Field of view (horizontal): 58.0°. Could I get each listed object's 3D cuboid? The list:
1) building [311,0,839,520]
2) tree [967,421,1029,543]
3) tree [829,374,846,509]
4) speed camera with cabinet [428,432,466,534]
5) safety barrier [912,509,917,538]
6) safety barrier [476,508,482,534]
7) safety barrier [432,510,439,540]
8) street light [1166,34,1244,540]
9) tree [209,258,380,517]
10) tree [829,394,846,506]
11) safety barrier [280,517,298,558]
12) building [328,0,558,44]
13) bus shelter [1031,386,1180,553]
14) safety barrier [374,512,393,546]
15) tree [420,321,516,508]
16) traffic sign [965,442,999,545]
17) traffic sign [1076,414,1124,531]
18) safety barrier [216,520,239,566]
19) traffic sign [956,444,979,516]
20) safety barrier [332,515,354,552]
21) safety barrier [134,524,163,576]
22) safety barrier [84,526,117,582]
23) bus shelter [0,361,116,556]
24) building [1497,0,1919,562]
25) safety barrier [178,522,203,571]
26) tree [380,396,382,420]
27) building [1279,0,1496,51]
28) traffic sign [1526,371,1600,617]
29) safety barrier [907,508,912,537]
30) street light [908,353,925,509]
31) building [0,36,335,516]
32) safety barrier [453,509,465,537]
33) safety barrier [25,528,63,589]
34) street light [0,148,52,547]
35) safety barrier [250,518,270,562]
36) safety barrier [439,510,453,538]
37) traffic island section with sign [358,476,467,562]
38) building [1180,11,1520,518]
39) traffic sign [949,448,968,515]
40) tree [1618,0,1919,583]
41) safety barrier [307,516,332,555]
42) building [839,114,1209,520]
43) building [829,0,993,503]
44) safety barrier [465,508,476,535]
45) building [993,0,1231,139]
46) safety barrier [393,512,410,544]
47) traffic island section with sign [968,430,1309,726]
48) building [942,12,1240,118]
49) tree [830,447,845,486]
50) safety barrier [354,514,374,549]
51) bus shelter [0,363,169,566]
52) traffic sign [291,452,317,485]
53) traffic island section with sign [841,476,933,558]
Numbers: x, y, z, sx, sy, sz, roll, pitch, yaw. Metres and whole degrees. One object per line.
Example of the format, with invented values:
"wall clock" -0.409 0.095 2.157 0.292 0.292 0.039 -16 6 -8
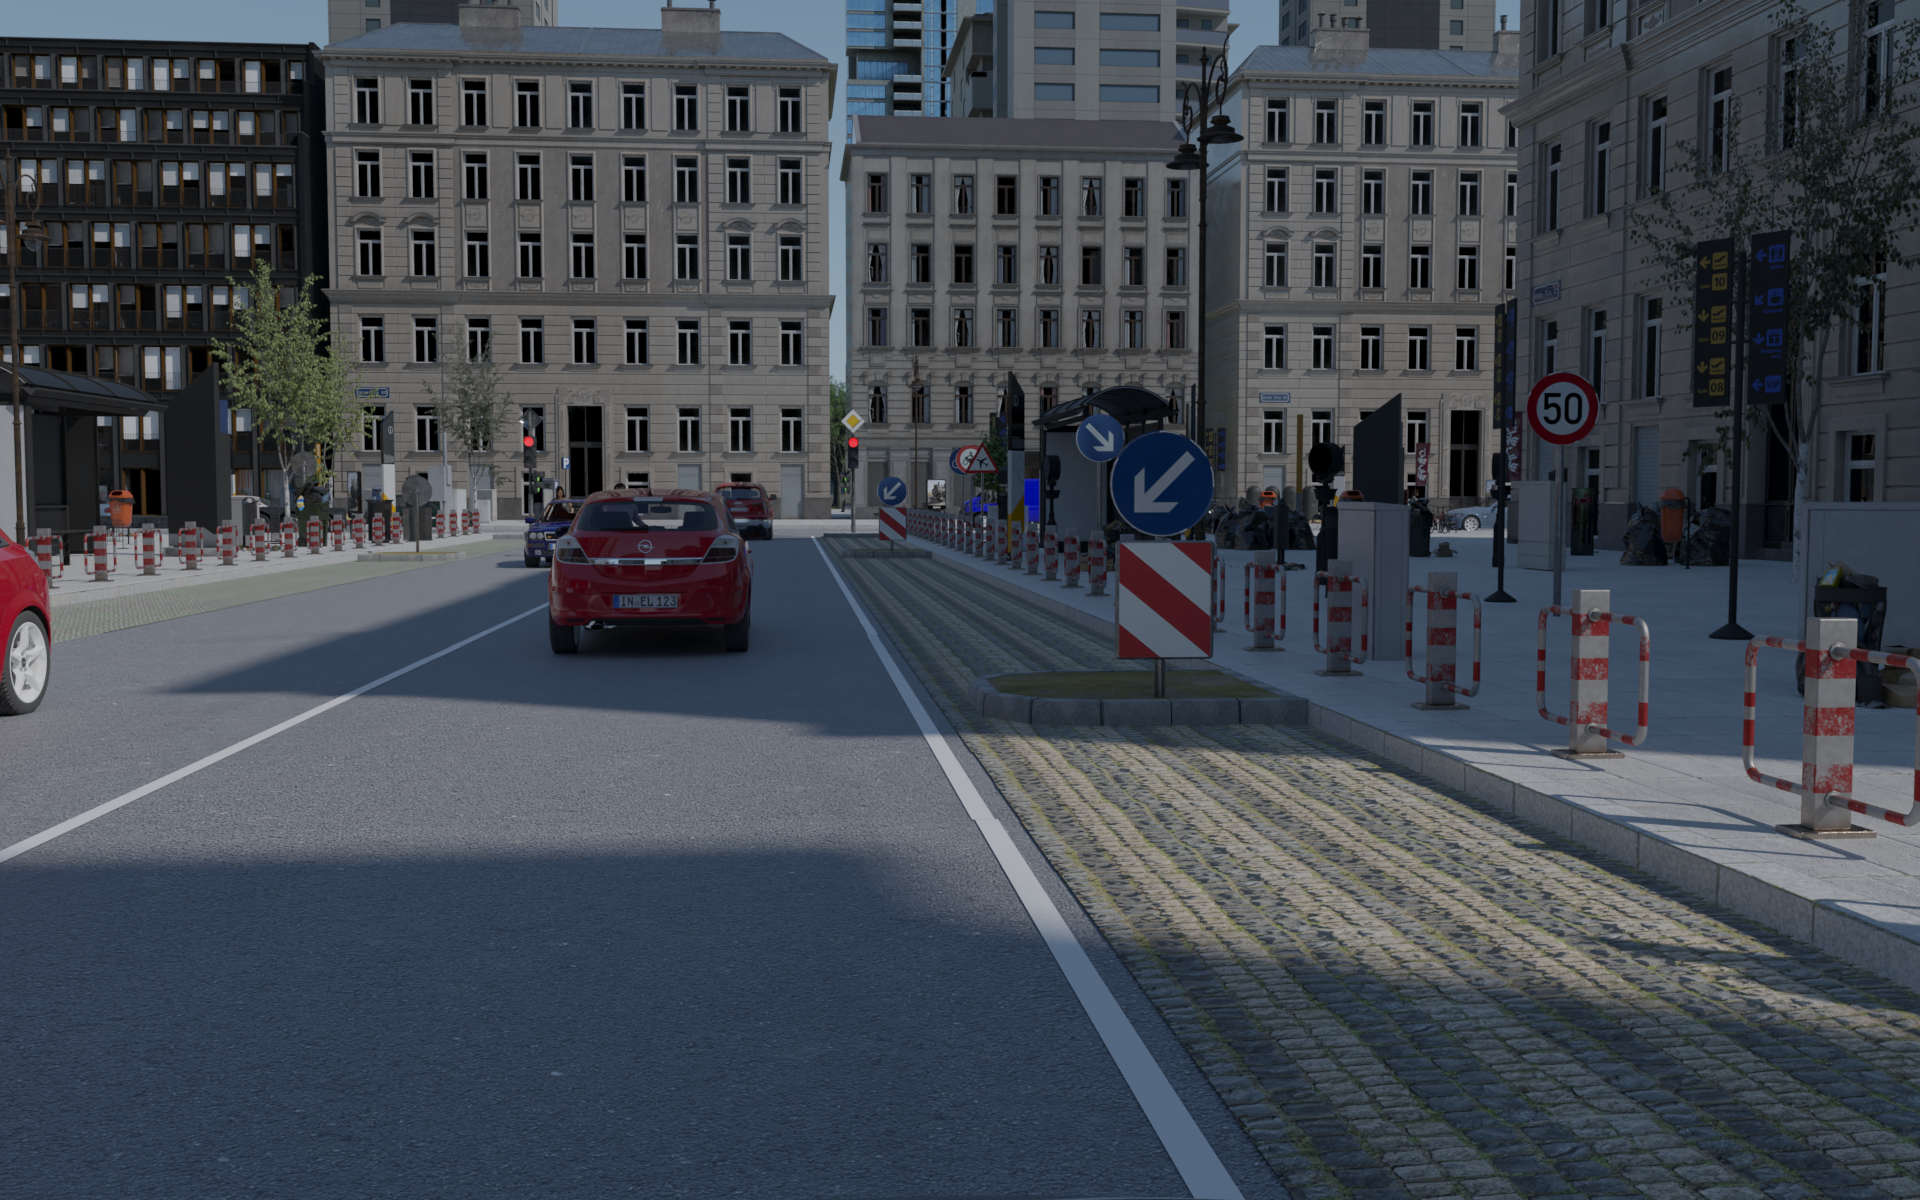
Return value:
"building" -19.067 -17.932 90.459 25.104 27.353 12.463 0 4 -6
"tree" 1.000 -3.131 45.799 1.663 3.219 1.824 0 3 0
"tree" -10.370 -13.687 149.536 9.928 11.665 9.643 0 3 0
"speed camera with cabinet" -16.577 -3.770 55.982 0.660 3.252 2.038 0 4 3
"safety barrier" -1.147 -2.213 50.459 0.300 0.817 1.120 0 4 -6
"safety barrier" -15.611 -2.544 55.878 0.300 0.817 1.120 0 4 -6
"safety barrier" -14.842 -2.077 48.236 0.300 0.817 1.120 0 4 -6
"street light" 2.520 -2.768 18.052 0.468 5.910 1.993 0 4 -6
"tree" -21.084 -6.338 53.981 4.737 8.622 4.395 0 3 0
"tree" -13.204 -16.384 184.884 9.611 12.733 9.660 0 3 0
"safety barrier" -13.505 -1.258 34.847 0.300 0.817 1.120 0 4 -6
"building" -54.583 -45.776 186.691 20.611 71.187 20.563 0 4 -6
"bus shelter" 2.830 -2.521 35.137 2.014 3.302 5.546 0 4 -6
"safety barrier" -14.271 -1.727 42.508 0.300 0.817 1.120 0 4 -6
"tree" -20.526 -7.502 73.016 4.360 8.622 3.978 0 3 0
"traffic sign" 0.563 -2.665 43.574 0.884 2.594 0.081 0 4 4
"traffic sign" 2.221 -1.678 27.544 0.768 2.556 0.104 0 4 -2
"safety barrier" -13.118 -1.024 31.018 0.300 0.817 1.120 0 4 -6
"traffic sign" 0.277 -2.718 44.553 0.768 2.556 0.104 0 4 1
"safety barrier" -13.885 -1.492 38.662 0.300 0.817 1.120 0 4 -6
"safety barrier" -12.735 -0.790 27.186 0.300 0.817 1.120 0 4 -6
"safety barrier" -12.543 -0.673 25.278 0.300 0.817 1.120 0 4 -6
"bus shelter" -17.970 -2.534 32.710 1.731 3.624 6.357 0 4 -6
"building" 21.036 -14.402 32.734 12.463 27.353 25.104 0 4 -6
"safety barrier" -12.924 -0.907 29.108 0.300 0.817 1.120 0 4 -6
"tree" -27.564 -7.678 75.903 4.737 8.622 4.395 0 3 0
"building" 46.385 -46.354 196.143 20.611 71.187 20.563 0 4 -6
"traffic sign" 6.260 -1.100 18.090 0.768 2.556 0.104 0 4 -1
"safety barrier" -1.338 -2.330 52.376 0.300 0.817 1.120 0 4 -6
"street light" -1.436 -5.141 56.844 0.468 5.910 1.993 0 4 -6
"building" -39.890 -15.831 88.515 15.834 23.373 12.332 0 4 -6
"safety barrier" -15.225 -2.310 52.051 0.300 0.817 1.120 0 4 -6
"safety barrier" -12.351 -0.556 23.371 0.300 0.817 1.120 0 4 -6
"street light" -12.727 -3.091 23.329 0.468 5.910 1.993 0 4 -6
"safety barrier" -13.308 -1.141 32.925 0.300 0.817 1.120 0 4 -6
"safety barrier" -15.035 -2.194 50.143 0.300 0.817 1.120 0 4 -6
"traffic island section with sign" -11.769 -1.759 37.394 1.989 1.847 2.006 0 4 -6
"building" 25.718 -18.207 94.945 25.104 27.353 12.463 0 4 -6
"traffic sign" 0.079 -2.892 47.385 0.768 2.556 0.104 0 4 2
"tree" 12.005 -4.558 24.891 4.360 8.622 3.978 0 3 0
"safety barrier" -13.693 -1.375 36.755 0.300 0.817 1.120 0 4 -6
"building" 2.954 -14.822 91.498 18.267 20.994 9.793 0 4 -6
"building" -5.206 -57.707 256.187 31.000 86.520 22.319 0 4 -6
"safety barrier" -15.419 -2.428 53.970 0.300 0.817 1.120 0 4 -6
"building" 13.612 -37.952 162.517 21.231 58.520 28.212 0 4 -6
"safety barrier" -14.464 -1.844 44.421 0.300 0.817 1.120 0 4 -6
"traffic island section with sign" 1.086 -0.180 11.579 1.989 1.847 2.006 0 4 -6
"building" 13.503 -36.782 190.624 28.713 52.752 27.495 0 4 -6
"tree" -16.645 -18.939 216.303 9.857 13.997 8.962 0 3 0
"safety barrier" -14.080 -1.610 40.591 0.300 0.817 1.120 0 4 -6
"bus shelter" -15.076 -2.122 28.618 2.014 3.302 5.546 0 4 -6
"traffic sign" -19.627 -3.165 51.858 0.768 2.556 0.104 0 4 -3
"traffic island section with sign" -1.691 -1.878 39.334 1.989 1.847 2.006 0 4 -6
